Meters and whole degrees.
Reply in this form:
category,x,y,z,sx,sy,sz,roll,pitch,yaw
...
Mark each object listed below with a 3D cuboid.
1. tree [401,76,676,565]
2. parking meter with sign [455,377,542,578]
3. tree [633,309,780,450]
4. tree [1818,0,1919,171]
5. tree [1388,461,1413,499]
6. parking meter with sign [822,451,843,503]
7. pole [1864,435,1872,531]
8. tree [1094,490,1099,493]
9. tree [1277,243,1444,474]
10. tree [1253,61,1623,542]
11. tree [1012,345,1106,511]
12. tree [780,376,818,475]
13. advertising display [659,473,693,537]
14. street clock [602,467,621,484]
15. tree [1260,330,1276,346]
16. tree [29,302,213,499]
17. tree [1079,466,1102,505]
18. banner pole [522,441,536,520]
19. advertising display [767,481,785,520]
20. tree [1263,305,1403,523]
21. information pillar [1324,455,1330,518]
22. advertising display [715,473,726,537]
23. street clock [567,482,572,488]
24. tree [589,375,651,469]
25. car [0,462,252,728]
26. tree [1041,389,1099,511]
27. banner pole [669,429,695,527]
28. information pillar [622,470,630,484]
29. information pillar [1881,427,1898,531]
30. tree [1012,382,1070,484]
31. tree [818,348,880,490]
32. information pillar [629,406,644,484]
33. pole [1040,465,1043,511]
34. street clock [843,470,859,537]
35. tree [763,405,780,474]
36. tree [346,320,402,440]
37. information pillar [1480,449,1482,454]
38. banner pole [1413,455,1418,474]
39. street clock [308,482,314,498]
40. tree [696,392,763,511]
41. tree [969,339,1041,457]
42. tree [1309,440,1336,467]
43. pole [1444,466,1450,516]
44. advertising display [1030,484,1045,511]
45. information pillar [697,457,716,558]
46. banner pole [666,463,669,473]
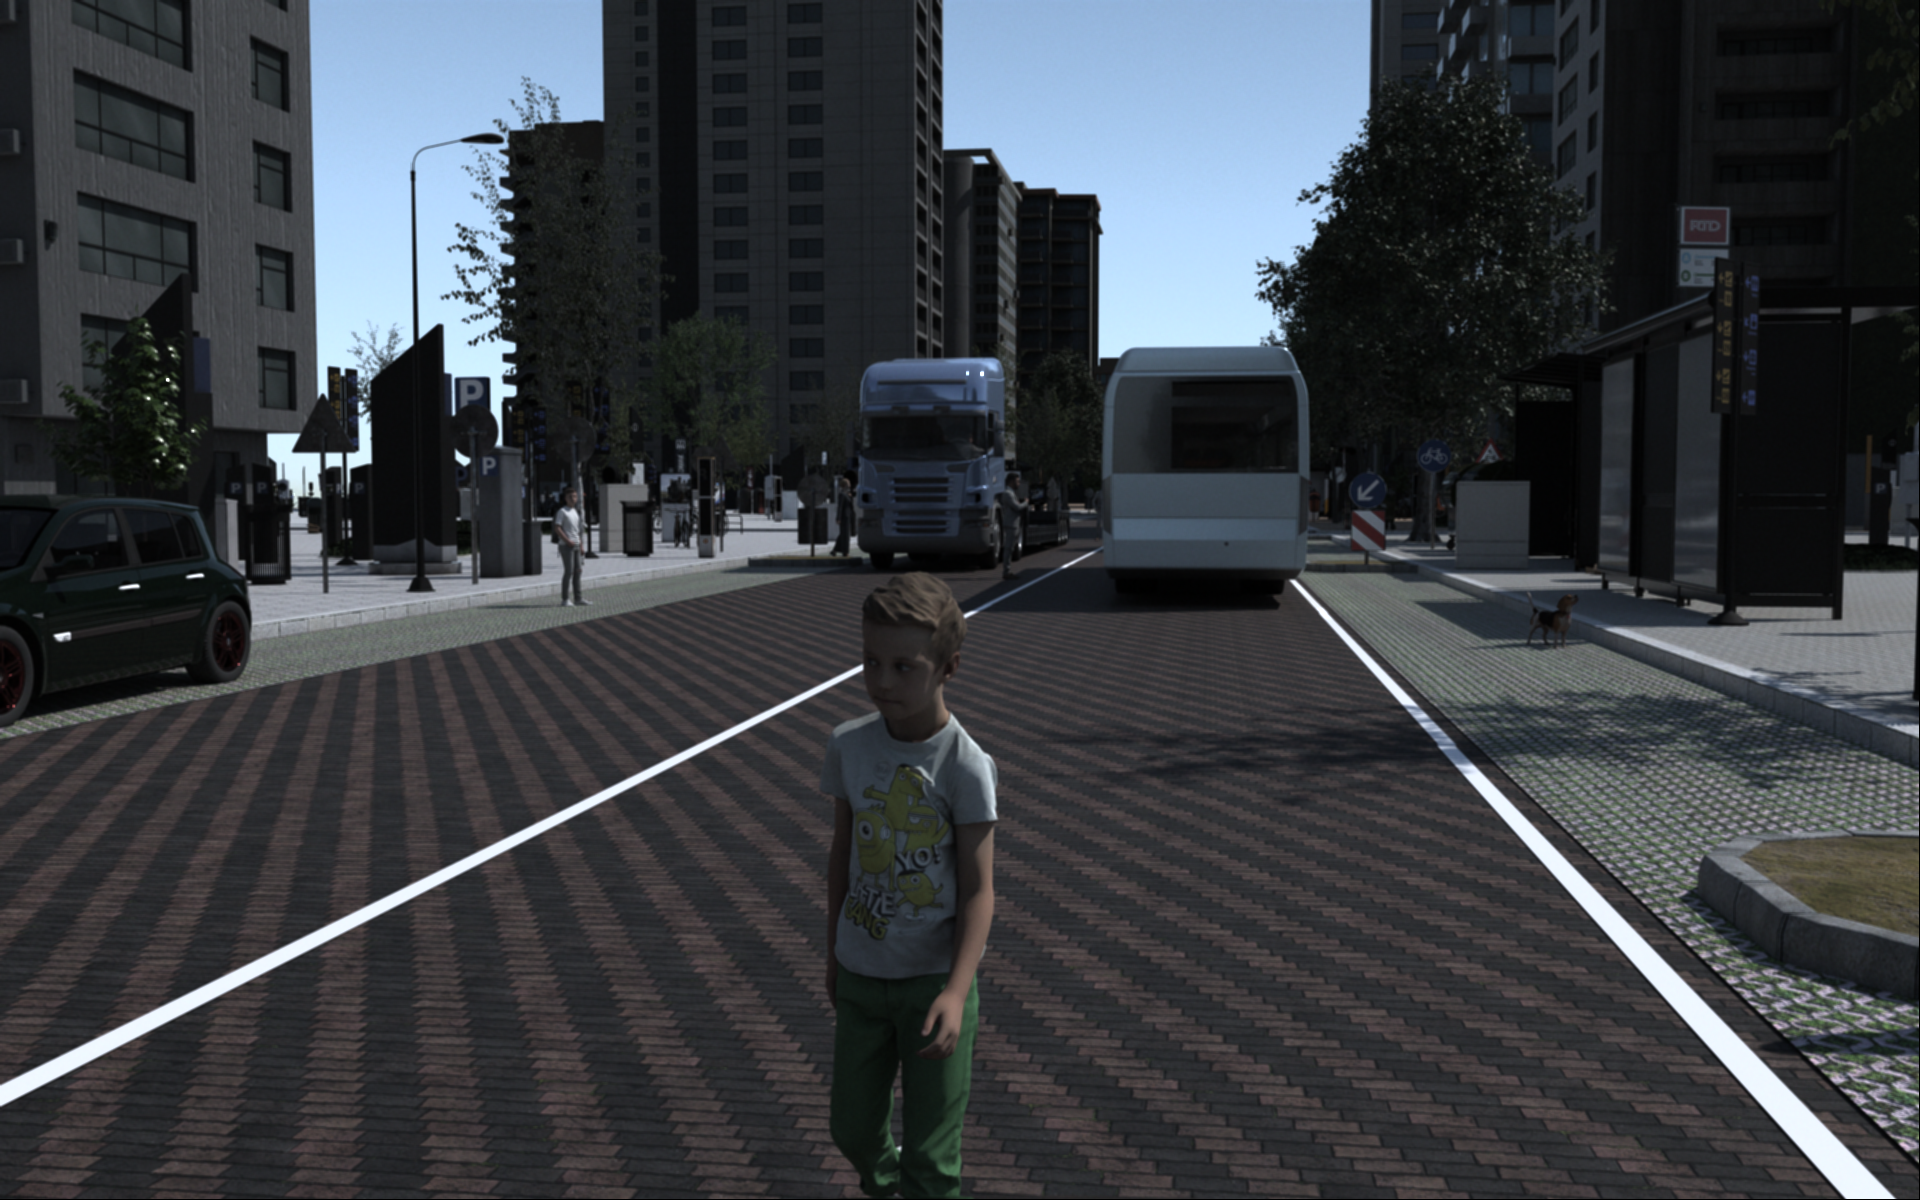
category,x,y,z,sx,sy,sz,roll,pitch,yaw
tree,-6.893,-4.917,30.761,4.360,8.622,3.978,0,3,0
parking meter with sign,-7.051,-1.860,26.675,0.543,3.016,1.738,1,4,15
tree,-14.136,-10.426,96.217,9.928,11.665,9.643,0,3,0
tree,7.377,-3.729,11.328,4.737,8.622,4.395,0,3,0
tree,25.530,-6.437,99.848,1.663,3.219,1.824,0,3,0
parking meter with sign,-4.765,-4.591,71.318,1.738,3.016,0.543,-2,4,-26
pole,31.482,-4.050,60.054,0.158,3.312,0.155,0,3,0
tree,12.863,-10.657,168.841,1.663,3.219,1.824,0,3,0
tree,15.919,-8.704,68.073,9.928,11.665,9.643,0,3,0
tree,12.507,-7.895,46.095,9.611,12.733,9.660,0,3,0
tree,8.166,-13.254,133.713,9.611,12.733,9.660,0,3,0
tree,-8.415,-9.403,104.096,4.360,8.622,3.978,0,3,0
advertising display,-8.506,-2.853,51.861,0.974,1.923,0.123,0,4,-3
street clock,-9.182,-2.514,45.666,0.471,2.002,0.358,2,4,30
tree,34.844,-21.190,202.344,12.611,20.169,13.585,0,3,0
tree,-8.079,-1.389,17.309,1.663,3.219,1.824,0,3,0
tree,12.601,-10.846,161.044,4.285,4.588,4.351,0,3,0
banner pole,-17.825,-5.027,72.216,0.401,3.779,0.863,-3,4,-39
advertising display,-9.264,-5.016,87.224,0.974,1.923,0.123,1,4,17
tree,16.615,-8.674,76.228,8.767,10.594,7.601,1,4,12
information pillar,20.116,-6.302,94.391,0.504,3.616,0.183,2,4,28
advertising display,-7.385,-2.870,52.135,0.123,1.923,0.974,2,4,27
street clock,-24.178,-6.311,107.748,0.358,2.002,0.471,2,4,24
tree,-20.725,-9.531,106.199,4.737,8.622,4.395,0,3,0
car,-6.510,-0.123,11.797,2.009,1.686,4.222,0,4,7
tree,6.886,-10.422,120.765,4.737,8.622,4.395,0,3,0
banner pole,-10.579,-4.683,66.578,0.863,3.779,0.401,-2,4,-33
information pillar,-10.307,-3.024,53.936,0.304,2.012,0.304,2,4,31
information pillar,32.422,-4.226,60.450,0.504,3.616,0.183,2,4,32
tree,5.205,-10.046,114.613,4.360,8.622,3.978,0,3,0
tree,-4.868,-8.438,88.316,4.360,8.622,3.978,0,3,0
information pillar,-8.658,-3.364,46.364,0.183,3.616,0.504,2,4,30
pole,5.501,-7.541,117.140,0.158,3.312,0.155,0,3,0
street clock,-3.251,-2.904,52.048,0.471,2.002,0.358,2,4,26
tree,-15.885,-11.143,132.557,4.737,8.622,4.395,0,3,0
tree,-24.009,-7.529,73.463,4.360,8.622,3.978,0,3,0
information pillar,23.679,-5.319,78.315,0.183,3.616,0.504,-3,5,-45
banner pole,29.553,-7.480,112.319,0.863,3.779,0.401,-2,4,-35
street clock,-40.104,-6.268,107.058,0.358,2.002,0.471,-1,4,-21
tree,-17.440,-10.669,124.807,4.737,8.622,4.395,0,3,0
tree,1.392,-8.071,82.326,4.737,8.622,4.395,0,3,0
tree,21.085,-9.547,106.455,4.737,8.622,4.395,0,3,0
pole,22.259,-5.215,79.107,0.158,3.312,0.155,0,3,0
advertising display,4.791,-6.232,107.107,0.974,1.923,0.123,2,4,31
information pillar,-5.092,-1.854,34.810,0.304,2.012,0.304,0,4,2
banner pole,-23.113,-9.038,137.785,0.863,3.779,0.401,-2,4,-33
